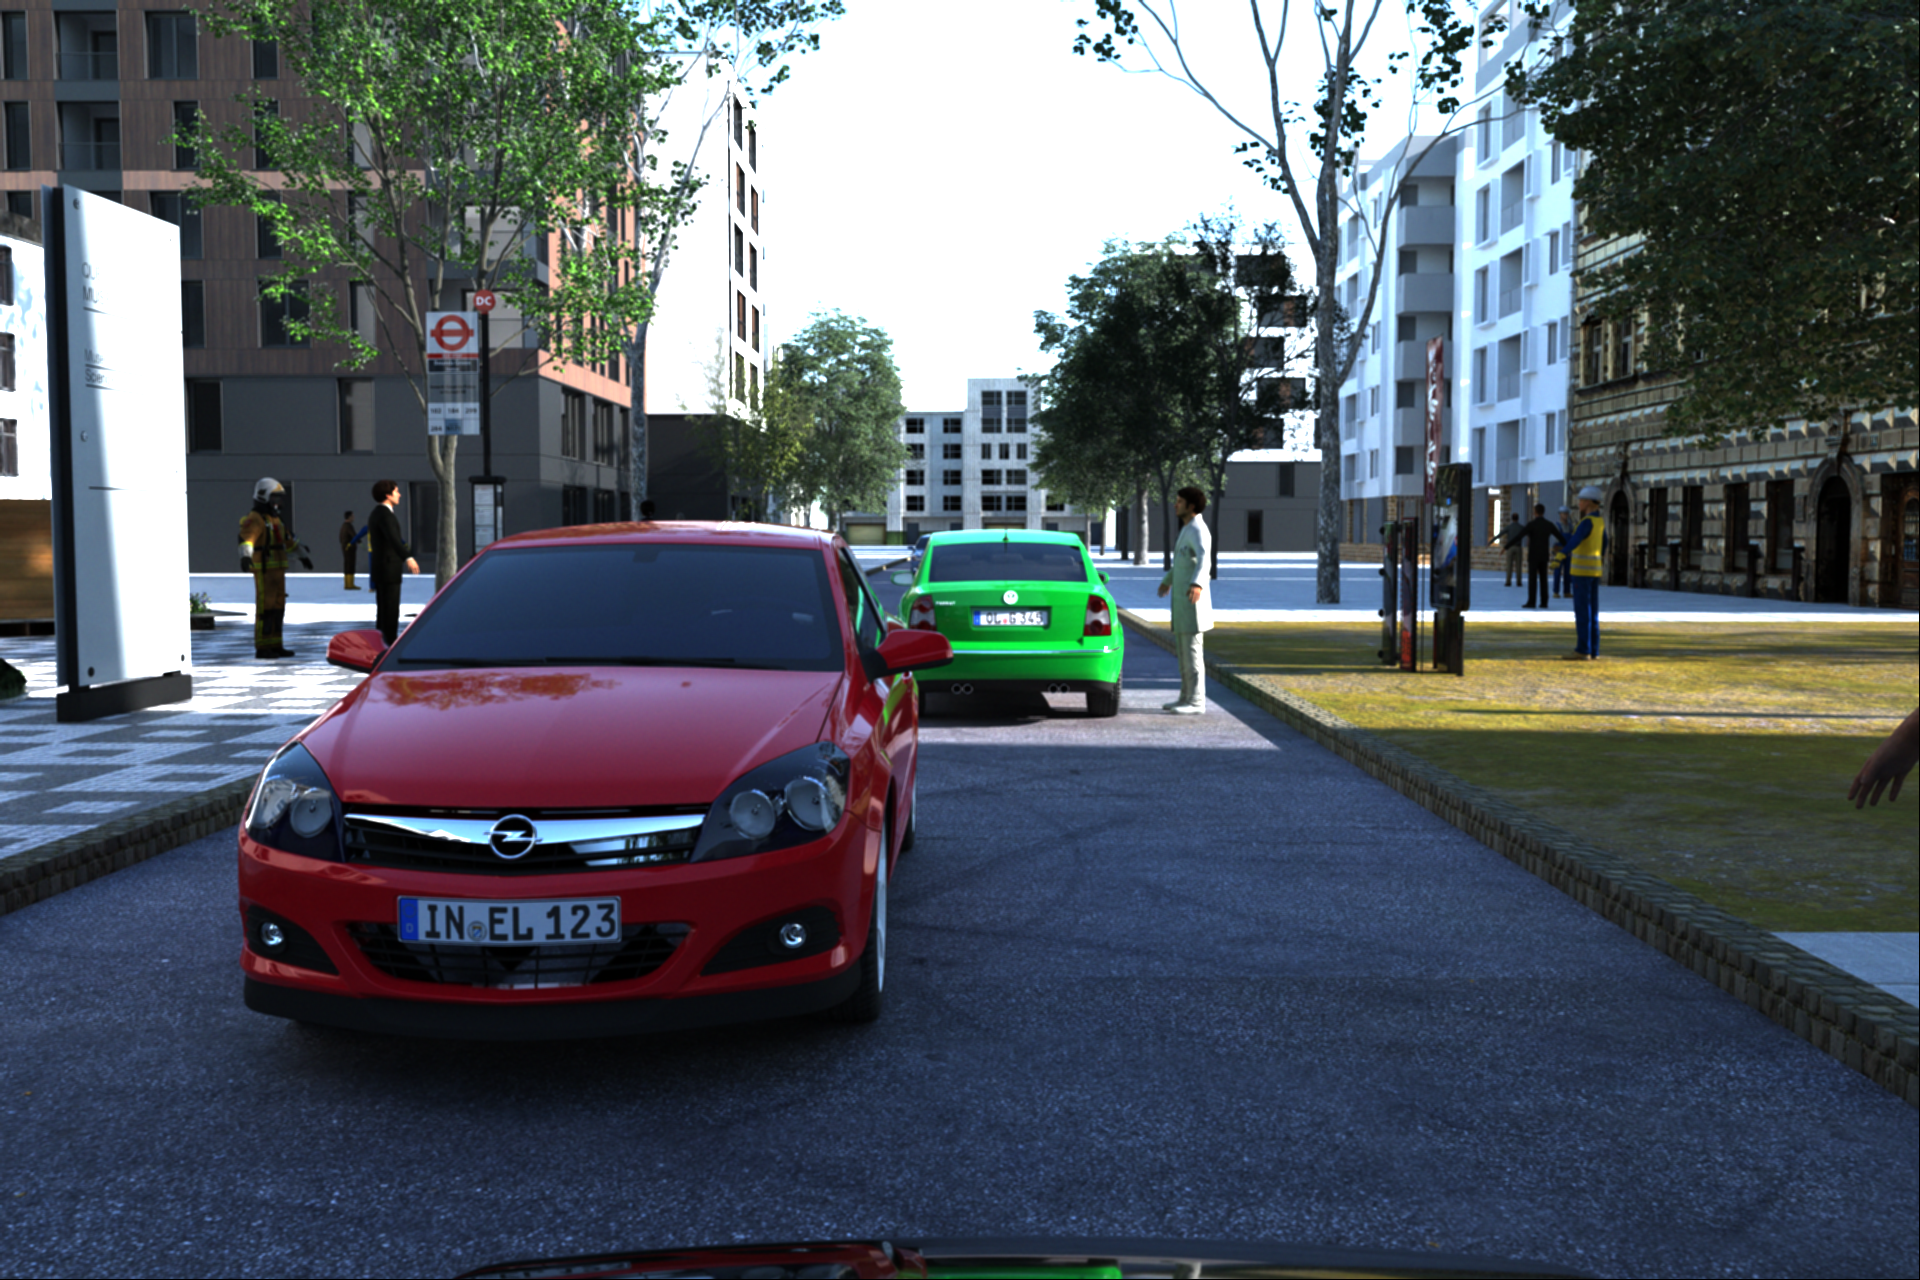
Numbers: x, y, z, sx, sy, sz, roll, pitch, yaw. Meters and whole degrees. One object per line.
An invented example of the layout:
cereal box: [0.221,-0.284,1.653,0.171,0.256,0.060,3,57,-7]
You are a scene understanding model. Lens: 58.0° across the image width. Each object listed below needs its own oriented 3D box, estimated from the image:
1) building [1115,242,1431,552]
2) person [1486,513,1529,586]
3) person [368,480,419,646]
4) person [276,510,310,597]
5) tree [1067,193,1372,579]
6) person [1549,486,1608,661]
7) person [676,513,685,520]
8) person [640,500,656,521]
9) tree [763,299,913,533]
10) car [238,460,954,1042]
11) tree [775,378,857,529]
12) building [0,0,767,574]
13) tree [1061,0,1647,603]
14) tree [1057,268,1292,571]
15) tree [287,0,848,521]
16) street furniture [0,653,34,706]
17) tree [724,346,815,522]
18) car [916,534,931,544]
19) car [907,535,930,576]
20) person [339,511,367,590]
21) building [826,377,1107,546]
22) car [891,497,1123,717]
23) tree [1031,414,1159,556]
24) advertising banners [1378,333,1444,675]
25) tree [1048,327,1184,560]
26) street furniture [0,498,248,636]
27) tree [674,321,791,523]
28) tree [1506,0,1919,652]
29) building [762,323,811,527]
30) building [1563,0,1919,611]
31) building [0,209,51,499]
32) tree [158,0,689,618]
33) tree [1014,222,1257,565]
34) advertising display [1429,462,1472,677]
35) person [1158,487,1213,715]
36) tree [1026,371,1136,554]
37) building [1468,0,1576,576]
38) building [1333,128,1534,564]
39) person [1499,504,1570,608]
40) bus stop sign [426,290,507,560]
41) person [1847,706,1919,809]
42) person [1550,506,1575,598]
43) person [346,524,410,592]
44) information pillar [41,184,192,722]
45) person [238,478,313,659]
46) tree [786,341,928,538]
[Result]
building: [26.100,-17.964,137.679,27.936,21.610,32.646,0,4,0]
person: [13.606,-2.216,42.502,1.348,1.796,0.705,1,4,14]
person: [-5.542,-0.652,16.853,0.705,1.806,1.347,-2,4,-31]
person: [-13.938,-1.803,35.255,1.354,1.856,0.705,0,4,1]
tree: [7.071,-6.980,48.530,8.767,10.594,7.601,1,4,10]
person: [6.334,-0.688,17.718,0.721,1.772,1.216,3,5,41]
person: [-7.016,-2.283,43.462,1.348,1.813,0.705,-1,4,-20]
person: [-4.260,-1.029,23.547,1.216,1.740,0.721,-1,4,-19]
tree: [-7.010,-11.562,95.690,9.857,13.997,8.962,0,3,0]
car: [-1.095,0.159,6.435,2.155,1.783,4.494,0,4,0]
tree: [-7.245,-8.067,82.255,4.360,8.622,3.978,0,3,0]
building: [-23.890,-13.927,71.687,27.936,21.610,32.646,0,4,1]
tree: [5.856,-10.678,30.468,12.611,20.169,13.585,0,3,0]
tree: [7.292,-7.678,59.952,8.767,10.594,7.601,1,4,14]
tree: [-9.444,-11.460,43.263,12.611,20.169,13.585,0,3,0]
street furniture: [-10.443,0.268,11.247,5.734,0.657,10.072,1,4,14]
tree: [-7.811,-7.237,68.692,4.737,8.622,4.395,0,3,0]
car: [-1.199,-4.796,88.635,2.015,1.641,3.980,0,4,1]
car: [-0.735,-2.809,57.930,2.014,1.417,4.499,0,4,0]
person: [-14.061,-2.070,39.983,0.704,1.812,1.346,-3,5,-40]
building: [1.120,-20.389,202.268,31.486,18.905,16.747,0,4,3]
car: [0.361,-0.376,14.942,1.959,1.807,4.718,0,4,0]
tree: [8.321,-10.201,101.202,8.767,10.594,7.601,0,4,0]
advertising banners: [4.213,-1.225,16.220,0.090,3.025,2.074,0,4,1]
tree: [8.030,-9.722,84.712,9.928,11.665,9.643,0,3,0]
street furniture: [-13.807,-1.070,24.346,9.812,1.723,11.010,-3,5,-42]
tree: [-7.767,-6.700,59.901,4.360,8.622,3.978,0,3,0]
tree: [10.576,-6.818,18.126,9.857,13.997,8.962,0,3,0]
building: [-23.988,-18.027,161.205,16.747,18.905,31.486,0,4,1]
building: [25.104,-12.539,35.935,19.493,23.208,18.063,0,4,1]
building: [-25.506,-5.597,33.651,9.099,9.664,28.070,0,3,0]
tree: [-7.952,-6.158,26.439,9.928,11.665,9.643,0,3,0]
tree: [7.345,-10.041,70.829,9.857,13.997,8.962,0,3,0]
advertising display: [4.519,-0.659,15.982,0.123,1.923,0.974,0,4,1]
person: [1.817,-0.322,13.902,0.705,1.806,1.347,0,4,-4]
tree: [8.014,-11.726,109.853,7.486,12.596,7.792,0,3,0]
building: [23.488,-12.497,60.744,16.016,20.090,11.380,0,4,1]
building: [23.618,-13.976,84.922,16.016,20.090,11.380,0,4,0]
person: [10.012,-1.456,30.028,1.346,1.802,0.704,-1,4,-13]
bus stop sign: [-5.409,-1.854,19.021,0.855,3.939,0.416,0,4,2]
person: [1.817,0.359,2.710,0.704,1.817,1.347,0,4,2]
person: [12.135,-1.770,34.804,1.347,1.847,0.705,-1,4,-10]
person: [-12.871,-1.977,38.299,1.349,1.833,0.705,-1,4,-16]
information pillar: [-6.060,-1.297,12.520,0.184,3.620,1.656,0,4,1]
person: [-7.111,-0.742,17.897,0.705,1.858,1.354,0,4,6]
tree: [-7.673,-12.219,110.149,12.009,13.543,11.850,0,3,0]
